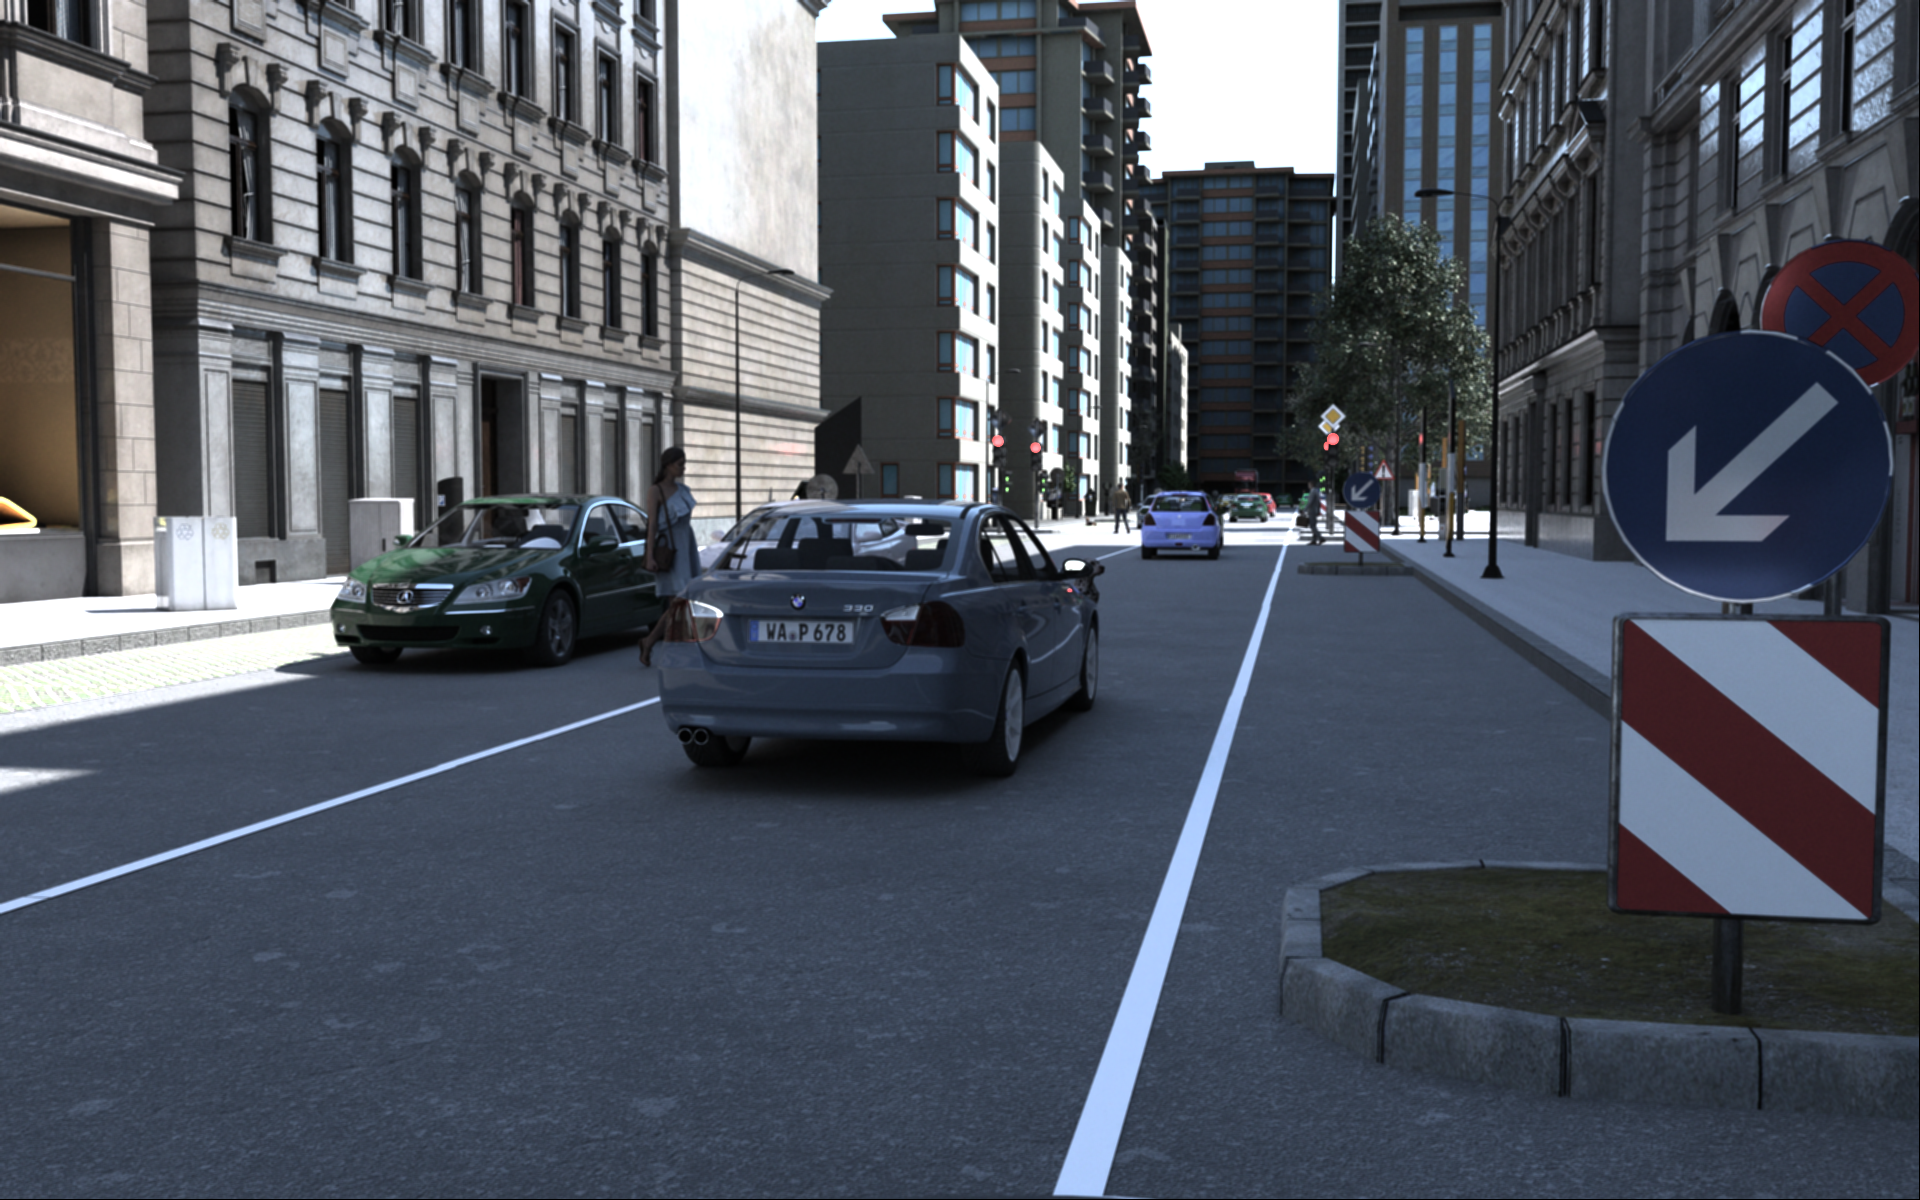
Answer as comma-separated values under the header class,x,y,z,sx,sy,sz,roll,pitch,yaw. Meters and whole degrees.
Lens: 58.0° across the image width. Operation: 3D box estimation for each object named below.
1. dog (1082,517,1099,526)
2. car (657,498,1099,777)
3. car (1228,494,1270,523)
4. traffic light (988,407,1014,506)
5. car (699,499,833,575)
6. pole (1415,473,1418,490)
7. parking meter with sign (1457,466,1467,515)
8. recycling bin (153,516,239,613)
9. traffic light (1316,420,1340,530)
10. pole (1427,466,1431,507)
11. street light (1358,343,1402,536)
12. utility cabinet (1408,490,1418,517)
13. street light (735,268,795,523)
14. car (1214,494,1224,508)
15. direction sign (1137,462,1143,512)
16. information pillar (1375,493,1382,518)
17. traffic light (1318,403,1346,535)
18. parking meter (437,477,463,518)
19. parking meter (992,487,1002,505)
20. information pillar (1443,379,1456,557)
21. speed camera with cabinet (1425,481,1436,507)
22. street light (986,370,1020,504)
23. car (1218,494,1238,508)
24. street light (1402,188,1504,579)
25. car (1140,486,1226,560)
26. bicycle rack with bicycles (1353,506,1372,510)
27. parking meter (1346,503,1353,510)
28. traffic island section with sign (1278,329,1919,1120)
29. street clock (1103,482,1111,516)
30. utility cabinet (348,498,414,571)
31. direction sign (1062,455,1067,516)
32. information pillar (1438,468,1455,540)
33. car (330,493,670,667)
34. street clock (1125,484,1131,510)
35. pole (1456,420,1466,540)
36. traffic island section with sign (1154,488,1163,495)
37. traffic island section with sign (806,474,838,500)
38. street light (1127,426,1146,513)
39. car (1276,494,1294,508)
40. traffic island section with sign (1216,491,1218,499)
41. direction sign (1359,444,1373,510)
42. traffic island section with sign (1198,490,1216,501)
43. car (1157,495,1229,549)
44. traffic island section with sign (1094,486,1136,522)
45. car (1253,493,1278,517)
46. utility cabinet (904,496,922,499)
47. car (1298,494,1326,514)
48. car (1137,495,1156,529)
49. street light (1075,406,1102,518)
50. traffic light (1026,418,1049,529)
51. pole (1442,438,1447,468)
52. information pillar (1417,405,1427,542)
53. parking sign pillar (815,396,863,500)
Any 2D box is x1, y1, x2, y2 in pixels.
class,x,y,z,sx,sy,sz,roll,pitch,yaw
dog,5.862,-3.520,77.745,0.550,0.427,0.748,-2,4,-35
car,-0.284,0.110,10.208,2.014,1.417,4.499,1,4,13
car,14.791,-4.704,88.707,2.131,1.459,4.920,1,4,12
traffic light,1.292,-4.093,55.846,0.839,4.253,0.868,1,4,11
car,-1.779,-0.503,20.587,2.083,1.381,4.827,1,4,13
pole,30.781,-7.517,116.742,0.158,3.312,0.155,0,3,0
parking meter with sign,30.921,-6.766,106.891,0.543,3.016,1.738,1,4,18
recycling bin,-8.470,-0.406,19.199,0.722,1.027,0.722,-3,4,-36
traffic light,13.106,-4.450,61.677,0.839,4.253,0.868,1,4,11
pole,32.241,-7.663,119.140,0.158,3.312,0.155,0,3,0
street light,12.903,-4.933,53.199,1.470,5.913,1.316,1,4,11
utility cabinet,25.316,-5.354,96.218,0.318,1.500,1.173,3,5,40
street light,-4.090,-3.875,35.892,1.470,5.913,1.316,1,4,11
car,24.470,-9.019,159.256,2.131,1.459,4.920,1,4,12
direction sign,12.872,-8.075,124.020,0.379,3.537,0.876,-1,4,-21
information pillar,21.294,-5.106,87.972,0.304,2.012,0.304,2,4,30
traffic light,11.559,-3.971,53.843,0.839,4.253,0.868,1,4,11
parking meter,-7.585,-1.064,25.807,0.372,1.533,0.369,0,3,0
parking meter,1.417,-3.558,66.584,0.372,1.533,0.369,0,3,0
information pillar,9.988,-2.684,35.243,0.183,3.616,0.504,1,4,8
speed camera with cabinet,34.218,-7.996,125.075,0.660,3.252,2.038,-1,4,-11
street light,1.552,-5.647,64.867,1.470,5.913,1.316,1,4,11
car,21.965,-7.965,140.447,2.015,1.641,3.980,1,4,12
street light,7.600,-3.293,26.386,1.470,5.913,1.316,1,4,11
car,5.031,-1.812,39.220,1.945,1.707,3.694,1,4,9
bicycle rack with bicycles,28.576,-6.599,121.275,2.925,0.926,2.852,0,4,-5
parking meter,25.766,-6.658,114.567,0.399,1.863,0.255,2,4,31
traffic island section with sign,1.941,0.223,4.976,1.989,1.847,2.006,1,4,11
street clock,8.678,-5.981,102.362,0.471,2.002,0.358,-2,4,-24
utility cabinet,-8.330,-0.842,24.936,1.020,1.237,0.306,2,4,29
direction sign,6.005,-6.549,99.073,0.379,3.537,0.876,0,4,6
information pillar,13.503,-2.665,48.066,0.304,2.012,0.304,-2,4,-27
car,-3.927,-0.257,15.994,2.131,1.459,4.920,1,4,11
street clock,12.064,-7.328,124.377,0.471,2.002,0.358,0,4,-1
pole,13.876,-3.311,47.974,0.158,3.312,0.155,0,3,0
traffic island section with sign,13.176,-6.483,114.632,1.989,1.847,2.006,1,4,11
traffic island section with sign,-2.794,-1.537,33.763,1.989,1.847,2.006,1,4,11
street light,12.014,-8.912,118.257,1.470,5.913,1.316,1,4,11
car,34.702,-10.778,185.020,1.959,1.807,4.718,1,4,12
traffic island section with sign,28.068,-11.097,190.059,1.989,1.847,2.006,1,4,11
direction sign,18.238,-5.251,77.855,0.876,3.537,0.379,-2,4,-33
traffic island section with sign,22.860,-9.479,163.610,1.989,1.847,2.006,1,4,11
car,6.181,-2.137,46.743,2.131,1.459,4.920,1,4,10
traffic island section with sign,7.924,-4.855,88.015,1.989,1.847,2.006,1,4,11
car,18.861,-6.098,108.746,2.155,1.783,4.494,1,4,13
utility cabinet,-1.417,-2.540,52.690,0.306,1.237,1.020,1,4,13
car,25.300,-7.073,124.447,1.959,1.807,4.718,1,4,11
car,8.414,-3.675,72.090,2.014,1.417,4.499,1,4,12
street light,6.784,-7.280,91.562,1.470,5.913,1.316,1,4,11
traffic light,2.839,-4.572,63.681,0.839,4.253,0.868,1,4,11
pole,17.479,-4.204,62.577,0.158,3.312,0.155,0,3,0
information pillar,12.293,-3.346,46.057,0.183,3.616,0.504,0,4,3
parking sign pillar,-3.346,-3.627,47.767,1.447,3.967,1.447,0,4,0
